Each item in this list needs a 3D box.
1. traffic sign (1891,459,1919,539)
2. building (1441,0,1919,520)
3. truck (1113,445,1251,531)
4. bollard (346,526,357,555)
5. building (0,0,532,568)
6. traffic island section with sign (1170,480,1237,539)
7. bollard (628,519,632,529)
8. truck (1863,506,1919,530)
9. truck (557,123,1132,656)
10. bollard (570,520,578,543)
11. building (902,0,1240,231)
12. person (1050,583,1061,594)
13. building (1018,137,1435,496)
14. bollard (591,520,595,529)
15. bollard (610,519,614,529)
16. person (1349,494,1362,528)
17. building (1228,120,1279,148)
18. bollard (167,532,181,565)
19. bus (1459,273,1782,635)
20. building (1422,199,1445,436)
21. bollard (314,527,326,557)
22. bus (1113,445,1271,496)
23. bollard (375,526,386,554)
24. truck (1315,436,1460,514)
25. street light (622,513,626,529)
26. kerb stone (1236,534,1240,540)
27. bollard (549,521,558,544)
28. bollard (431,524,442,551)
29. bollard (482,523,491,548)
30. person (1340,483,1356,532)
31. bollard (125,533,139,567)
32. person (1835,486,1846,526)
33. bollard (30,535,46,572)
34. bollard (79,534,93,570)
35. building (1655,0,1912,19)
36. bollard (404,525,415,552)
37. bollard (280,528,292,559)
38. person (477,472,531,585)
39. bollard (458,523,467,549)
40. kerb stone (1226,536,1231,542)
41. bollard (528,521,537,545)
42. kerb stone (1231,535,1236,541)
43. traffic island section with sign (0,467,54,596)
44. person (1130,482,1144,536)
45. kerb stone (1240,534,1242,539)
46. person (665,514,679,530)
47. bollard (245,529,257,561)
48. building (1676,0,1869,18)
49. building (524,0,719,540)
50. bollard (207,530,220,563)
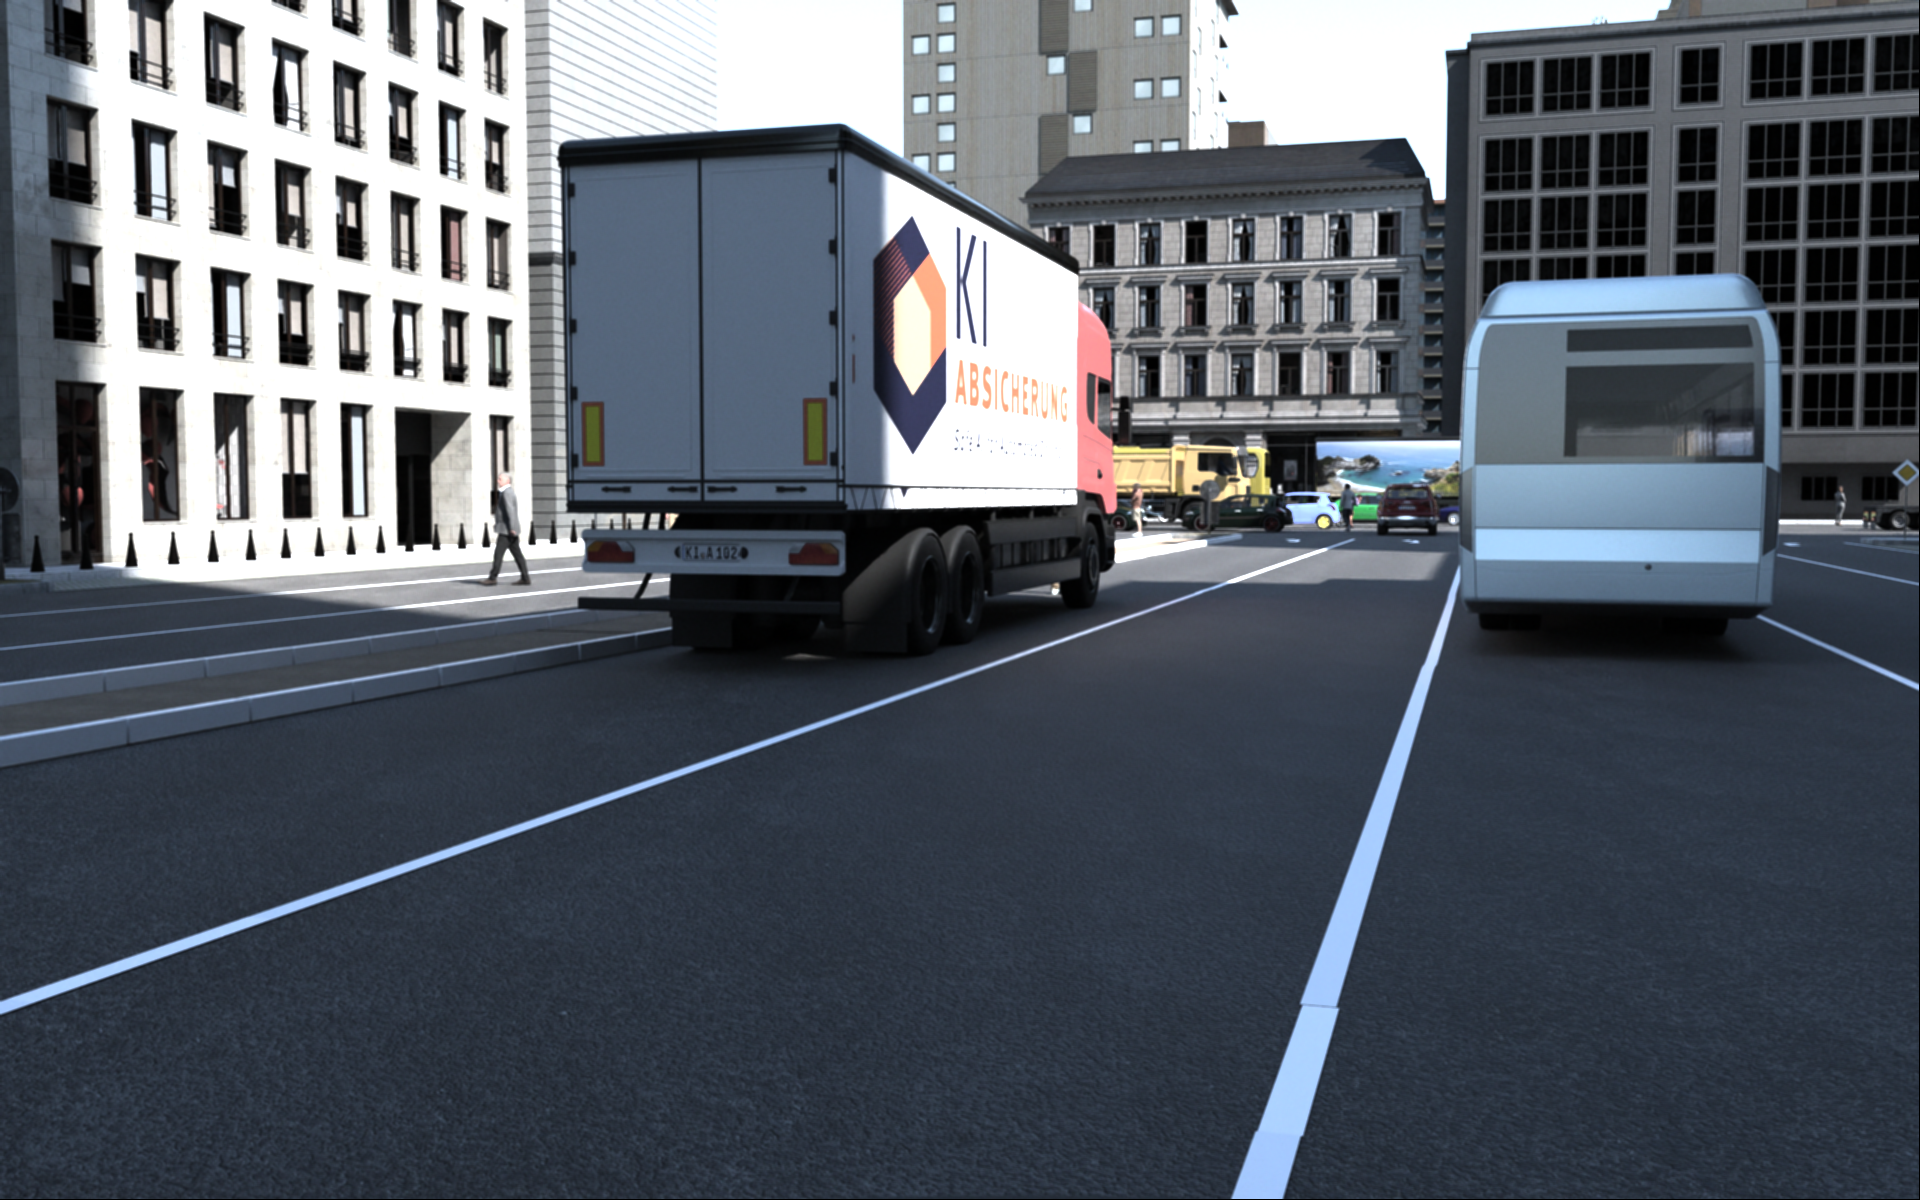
[{"bbox_3d":[26.854,-2.784,49.169,0.795,2.450,0.064,1,4,17],"label":"traffic sign"},{"bbox_3d":[38.023,-18.222,91.436,24.014,27.812,14.314,1,4,17],"label":"building"},{"bbox_3d":[7.553,-4.502,69.532,9.791,3.379,3.469,1,4,16],"label":"truck"},{"bbox_3d":[-12.791,-1.244,36.374,0.229,0.601,0.229,0,3,0],"label":"bollard"},{"bbox_3d":[-18.792,-11.271,39.033,10.420,20.320,16.860,1,4,17],"label":"building"},{"bbox_3d":[7.861,-2.880,55.231,2.006,1.907,1.989,1,4,17],"label":"traffic island section with sign"},{"bbox_3d":[-9.201,-1.968,48.223,0.229,0.601,0.229,0,3,0],"label":"bollard"},{"bbox_3d":[45.101,-4.665,66.025,18.799,4.110,2.967,1,4,17],"label":"truck"},{"bbox_3d":[-0.411,-1.828,18.809,2.839,4.237,11.283,1,4,17],"label":"truck"},{"bbox_3d":[-10.096,-1.787,45.265,0.229,0.601,0.229,0,3,0],"label":"bollard"},{"bbox_3d":[11.222,-35.509,169.807,28.713,52.752,27.495,1,4,17],"label":"building"},{"bbox_3d":[1.483,-0.989,24.790,0.434,1.807,0.598,-3,5,-41],"label":"person"},{"bbox_3d":[6.425,-15.285,100.824,40.483,20.767,10.553,1,4,17],"label":"building"},{"bbox_3d":[-9.795,-1.847,46.247,0.229,0.601,0.229,0,3,0],"label":"bollard"},{"bbox_3d":[-9.498,-1.908,47.240,0.229,0.601,0.229,0,3,0],"label":"bollard"},{"bbox_3d":[16.704,-3.777,73.483,0.697,1.427,0.421,-1,4,-8],"label":"person"},{"bbox_3d":[29.644,-33.968,205.493,14.200,45.320,14.600,1,4,17],"label":"building"},{"bbox_3d":[-14.284,-0.942,31.450,0.229,0.601,0.229,0,3,0],"label":"bollard"},{"bbox_3d":[7.707,-1.599,21.006,2.948,3.499,13.247,1,4,19],"label":"bus"},{"bbox_3d":[73.473,-36.527,251.840,28.867,44.769,22.147,1,4,17],"label":"building"},{"bbox_3d":[-13.091,-1.183,35.389,0.229,0.601,0.229,0,3,0],"label":"bollard"},{"bbox_3d":[8.482,-5.563,82.502,12.252,3.916,2.896,1,4,17],"label":"bus"},{"bbox_3d":[-12.496,-1.304,37.358,0.229,0.601,0.229,0,3,0],"label":"bollard"},{"bbox_3d":[23.249,-5.892,85.253,11.283,4.237,2.839,1,4,15],"label":"truck"},{"bbox_3d":[-9.503,-4.654,48.875,0.468,5.910,1.993,1,4,17],"label":"street light"},{"bbox_3d":[8.496,-1.928,53.768,0.120,0.150,1.000,1,4,17],"label":"kerb stone"},{"bbox_3d":[-10.399,-1.727,44.281,0.229,0.601,0.229,0,3,0],"label":"bollard"},{"bbox_3d":[-11.896,-1.425,39.333,0.229,0.601,0.229,0,3,0],"label":"bollard"},{"bbox_3d":[-11.300,-1.545,41.302,0.229,0.601,0.229,0,3,0],"label":"bollard"},{"bbox_3d":[14.832,-3.533,66.113,0.661,1.843,0.795,-1,4,-16],"label":"person"},{"bbox_3d":[-14.578,-0.882,30.466,0.229,0.601,0.229,0,3,0],"label":"bollard"},{"bbox_3d":[39.869,-4.257,78.380,0.573,1.790,0.520,-3,4,-38],"label":"person"},{"bbox_3d":[-15.179,-0.761,28.485,0.229,0.601,0.229,0,3,0],"label":"bollard"},{"bbox_3d":[-14.878,-0.822,29.484,0.229,0.601,0.229,0,3,0],"label":"bollard"},{"bbox_3d":[76.357,-33.093,164.774,21.300,48.544,21.600,1,4,17],"label":"building"},{"bbox_3d":[-12.193,-1.364,38.339,0.229,0.601,0.229,0,3,0],"label":"bollard"},{"bbox_3d":[-13.391,-1.123,34.398,0.229,0.601,0.229,0,3,0],"label":"bollard"},{"bbox_3d":[-7.160,-1.114,27.117,0.834,1.777,0.661,-1,4,-19],"label":"person"},{"bbox_3d":[-11.596,-1.485,40.319,0.229,0.601,0.229,0,3,0],"label":"bollard"},{"bbox_3d":[7.892,-1.809,51.796,0.120,0.150,1.000,1,4,17],"label":"kerb stone"},{"bbox_3d":[-10.697,-1.667,43.297,0.229,0.601,0.229,0,3,0],"label":"bollard"},{"bbox_3d":[8.199,-1.871,52.781,0.120,0.150,1.000,1,4,17],"label":"kerb stone"},{"bbox_3d":[-14.359,-1.002,25.013,1.989,1.847,2.006,1,4,17],"label":"traffic island section with sign"},{"bbox_3d":[6.048,-3.100,59.167,0.573,1.828,0.580,-1,4,-21],"label":"person"},{"bbox_3d":[8.793,-1.990,54.752,0.120,0.150,1.000,1,4,17],"label":"kerb stone"},{"bbox_3d":[-7.566,-2.292,46.110,0.598,1.807,0.434,-1,4,-14],"label":"person"},{"bbox_3d":[-13.684,-1.063,33.414,0.229,0.601,0.229,0,3,0],"label":"bollard"},{"bbox_3d":[68.696,-30.482,148.497,14.600,45.320,14.200,1,4,17],"label":"building"},{"bbox_3d":[-23.705,-17.082,56.790,29.804,29.767,11.434,1,4,17],"label":"building"},{"bbox_3d":[-13.989,-1.003,32.433,0.229,0.601,0.229,0,3,0],"label":"bollard"}]
